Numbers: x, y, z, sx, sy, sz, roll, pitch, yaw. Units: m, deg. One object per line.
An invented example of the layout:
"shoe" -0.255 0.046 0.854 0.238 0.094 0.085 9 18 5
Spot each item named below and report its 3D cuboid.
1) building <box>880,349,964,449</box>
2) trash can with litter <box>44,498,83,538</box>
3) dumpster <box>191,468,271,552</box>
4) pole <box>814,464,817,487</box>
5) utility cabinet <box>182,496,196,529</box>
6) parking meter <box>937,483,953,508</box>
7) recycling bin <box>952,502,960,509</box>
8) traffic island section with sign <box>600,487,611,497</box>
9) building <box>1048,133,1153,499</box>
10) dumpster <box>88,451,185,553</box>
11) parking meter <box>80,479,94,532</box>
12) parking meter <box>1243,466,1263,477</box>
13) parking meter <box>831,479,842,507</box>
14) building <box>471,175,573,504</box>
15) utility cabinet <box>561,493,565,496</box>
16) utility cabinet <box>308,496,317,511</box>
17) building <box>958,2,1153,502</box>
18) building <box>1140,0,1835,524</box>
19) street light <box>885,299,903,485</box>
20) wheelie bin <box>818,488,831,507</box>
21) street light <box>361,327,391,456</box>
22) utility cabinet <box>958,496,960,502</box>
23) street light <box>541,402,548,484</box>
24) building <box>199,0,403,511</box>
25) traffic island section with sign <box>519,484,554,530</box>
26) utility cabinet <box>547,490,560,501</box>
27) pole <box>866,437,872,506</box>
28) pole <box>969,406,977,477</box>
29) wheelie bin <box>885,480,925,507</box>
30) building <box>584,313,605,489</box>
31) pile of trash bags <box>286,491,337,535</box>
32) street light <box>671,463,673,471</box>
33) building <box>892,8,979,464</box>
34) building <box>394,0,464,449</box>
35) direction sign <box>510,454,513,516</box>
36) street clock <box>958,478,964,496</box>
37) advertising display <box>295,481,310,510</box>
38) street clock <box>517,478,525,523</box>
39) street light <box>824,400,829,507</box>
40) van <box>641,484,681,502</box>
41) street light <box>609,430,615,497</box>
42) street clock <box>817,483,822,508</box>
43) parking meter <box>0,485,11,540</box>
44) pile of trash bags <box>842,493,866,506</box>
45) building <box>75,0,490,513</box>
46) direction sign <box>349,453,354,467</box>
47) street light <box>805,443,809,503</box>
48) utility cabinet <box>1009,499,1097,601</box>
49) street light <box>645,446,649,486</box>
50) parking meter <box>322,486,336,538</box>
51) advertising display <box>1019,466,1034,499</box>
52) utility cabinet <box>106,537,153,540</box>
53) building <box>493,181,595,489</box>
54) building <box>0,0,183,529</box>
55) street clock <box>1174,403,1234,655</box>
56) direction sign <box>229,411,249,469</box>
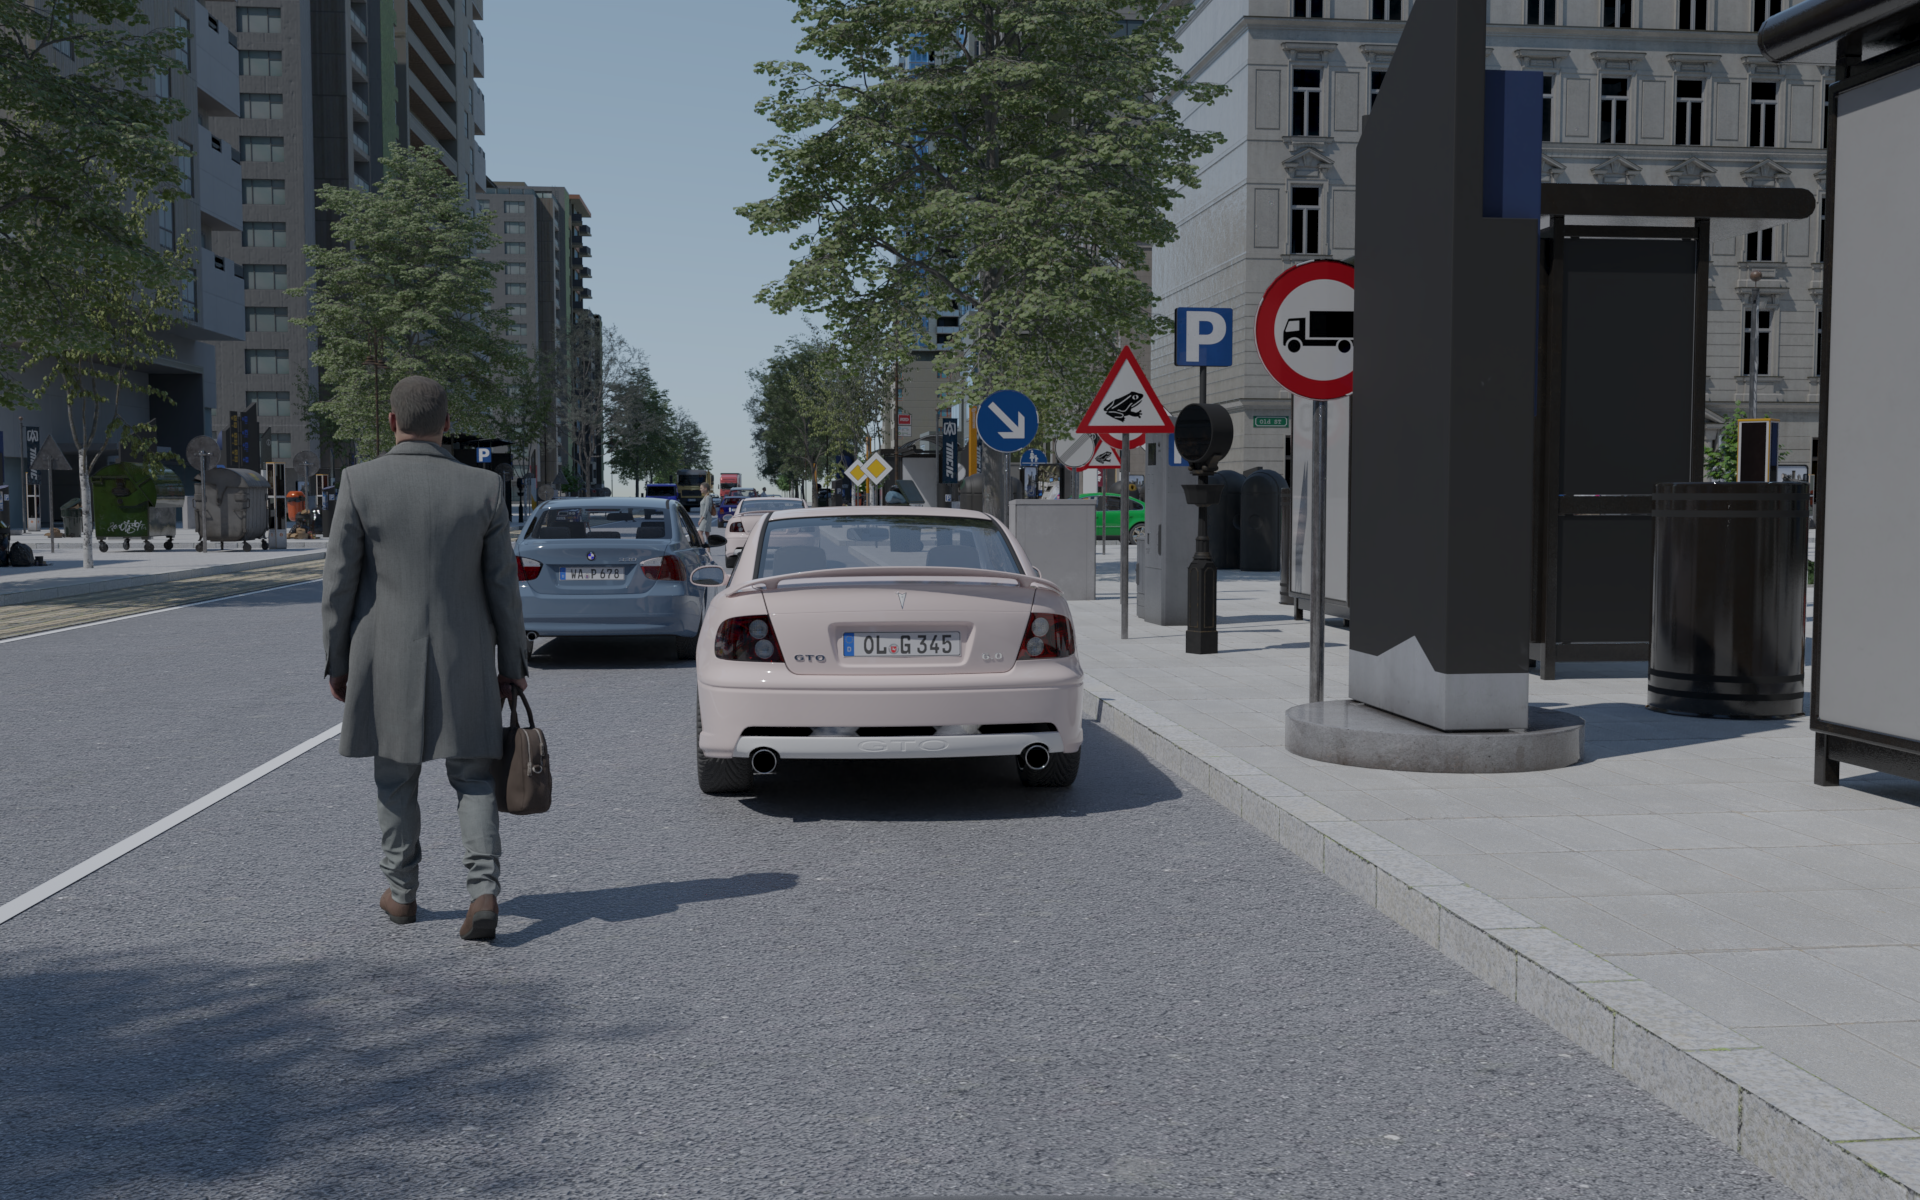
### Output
"building" 3.749 -24.200 240.716 27.650 21.520 28.899 0 4 -6
"trash can with litter" -26.189 -2.405 50.701 0.624 1.170 1.055 2 4 32
"dumpster" -16.337 -2.024 38.849 1.264 1.857 1.865 0 4 -6
"pole" -9.634 -7.441 115.501 0.158 3.312 0.155 0 3 0
"utility cabinet" -28.216 -3.233 64.020 0.306 1.237 1.020 2 4 26
"parking meter" -0.367 -2.018 41.398 0.372 1.533 0.369 0 3 0
"recycling bin" -0.019 -2.779 57.991 0.722 1.027 0.722 2 4 34
"traffic island section with sign" -19.824 -5.409 97.070 1.989 1.847 2.006 0 4 -6
"building" 10.044 -15.594 105.875 10.553 20.767 40.483 0 4 -6
"dumpster" -18.431 -2.218 38.751 1.502 2.255 1.985 0 4 -7
"parking meter" -29.288 -3.206 58.130 0.399 1.863 0.255 -2 4 -30
"parking meter" 6.217 -1.906 36.876 0.399 1.863 0.255 3 5 40
"parking meter" -4.697 -3.686 65.984 0.399 1.863 0.255 -3 5 -43
"building" -58.020 -33.005 223.231 14.154 41.232 14.086 0 4 -6
"utility cabinet" -26.190 -6.431 113.818 0.318 1.500 1.173 -2 4 -23
"utility cabinet" -27.023 -3.746 72.408 0.306 1.237 1.020 -1 4 -13
"building" 10.807 -43.288 146.017 20.563 71.187 20.611 0 4 -6
"building" 31.028 -18.224 74.373 44.131 29.872 17.030 0 4 -6
"street light" -1.493 -4.162 40.833 0.468 5.910 1.993 0 4 -6
"wheelie bin" -7.213 -5.201 92.937 0.980 1.594 0.693 1 4 18
"street light" -16.159 -4.604 48.057 0.468 5.910 1.993 0 4 -6
"utility cabinet" 0.356 -3.267 64.585 0.306 1.237 1.020 3 4 36
"street light" -20.623 -6.934 86.166 0.468 5.910 1.993 0 4 -6
"building" -44.179 -26.077 109.953 14.154 41.232 14.086 0 4 -6
"traffic island section with sign" -16.747 -3.762 70.133 1.989 1.847 2.006 0 4 -6
"utility cabinet" -21.270 -4.999 90.408 0.318 1.500 1.173 0 4 1
"pole" -3.259 -4.166 61.965 0.158 3.312 0.155 0 3 0
"pole" 0.300 -2.834 40.181 0.158 3.312 0.155 0 3 0
"wheelie bin" -1.245 -1.868 38.453 0.693 1.594 0.980 2 4 33
"building" -62.721 -30.295 267.031 14.160 30.474 14.107 0 4 -6
"pile of trash bags" -19.964 -2.758 54.839 1.912 1.369 3.447 1 4 22
"street light" -34.371 -14.292 206.460 0.468 5.910 1.993 0 4 -6
"building" -1.714 -58.442 268.197 22.319 86.520 31.000 0 4 -6
"building" -50.309 -30.975 130.142 21.300 48.544 21.600 0 4 -6
"direction sign" -26.174 -6.647 100.678 0.379 3.537 0.876 -1 4 -18
"street clock" 0.056 -4.323 75.254 0.358 2.002 0.471 2 4 30
"advertising display" -31.682 -4.788 83.497 0.123 1.923 0.974 1 4 13
"street clock" -19.607 -4.449 77.310 0.358 2.002 0.471 0 4 1
"street light" -6.464 -6.820 84.291 0.468 5.910 1.993 0 4 -6
"van" -17.137 -5.820 99.538 2.240 2.365 5.245 -1 4 -8
"street light" -24.908 -9.244 123.925 0.468 5.910 1.993 0 4 -6
"street clock" -9.565 -6.866 116.825 0.471 2.002 0.358 1 4 11
"parking meter" -26.527 -2.419 47.962 0.372 1.533 0.369 0 3 0
"pile of trash bags" -4.734 -4.255 79.315 1.912 1.369 3.447 0 4 -3
"building" -57.447 -34.534 153.862 28.713 52.752 27.495 0 4 -6
"direction sign" -33.384 -6.306 95.102 0.379 3.537 0.876 0 4 -5
"street light" -10.893 -9.151 122.405 0.468 5.910 1.993 0 4 -6
"utility cabinet" 1.115 -0.595 20.898 1.020 1.237 0.306 -1 4 -15
"street light" -29.354 -11.592 162.311 0.468 5.910 1.993 0 4 -6
"parking meter" -18.649 -2.616 51.188 0.372 1.533 0.369 0 3 0
"advertising display" 1.562 -2.099 39.527 0.123 1.923 0.974 1 4 20
"utility cabinet" -23.198 -2.425 48.332 1.173 1.500 0.318 -3 4 -38
"building" -63.828 -36.101 244.882 22.147 44.769 28.867 0 4 -6
"building" -46.504 -29.416 70.190 28.713 52.752 27.495 0 4 -6
"street clock" 1.947 -0.570 13.891 0.358 2.002 0.471 -2 4 -33
"direction sign" -19.762 -3.398 47.557 0.379 3.537 0.876 0 4 8
